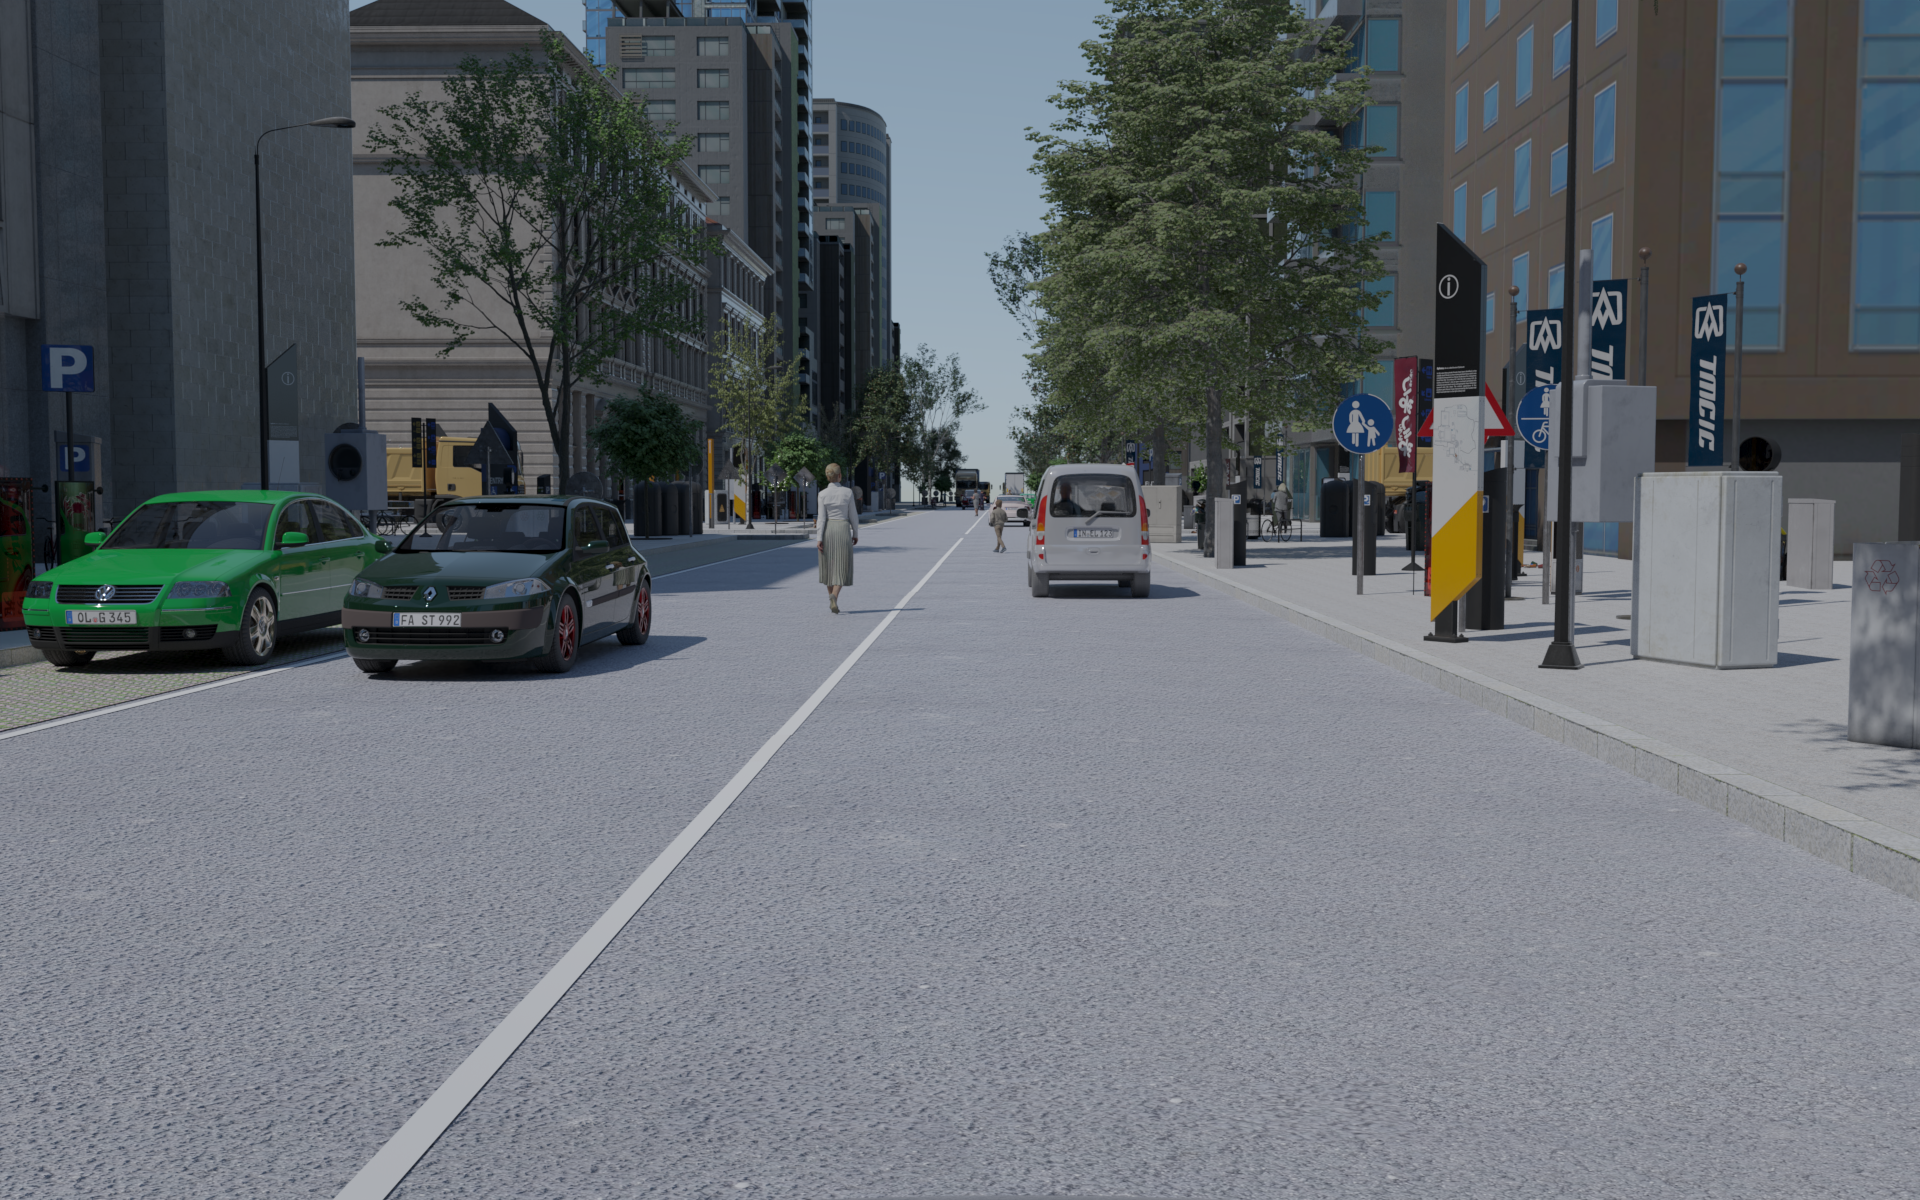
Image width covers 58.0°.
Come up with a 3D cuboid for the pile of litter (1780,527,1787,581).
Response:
[{"bbox_3d":[11.903,-0.726,25.829,1.719,0.858,1.176,0,4,6],"label":"pile of litter"}]

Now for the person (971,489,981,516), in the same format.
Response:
[{"bbox_3d":[1.042,-6.292,111.738,0.716,1.782,0.532,-3,5,-40],"label":"person"}]

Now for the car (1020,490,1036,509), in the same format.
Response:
[{"bbox_3d":[5.584,-8.201,142.883,1.959,1.807,4.718,0,4,3],"label":"car"}]

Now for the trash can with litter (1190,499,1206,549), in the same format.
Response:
[{"bbox_3d":[5.930,-1.765,40.242,1.055,1.170,0.624,-2,4,-24],"label":"trash can with litter"}]

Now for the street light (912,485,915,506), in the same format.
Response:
[{"bbox_3d":[-4.298,-12.744,180.901,1.470,5.913,1.316,0,4,1],"label":"street light"}]

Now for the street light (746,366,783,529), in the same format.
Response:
[{"bbox_3d":[-7.110,-5.529,62.934,1.470,5.913,1.316,0,4,1],"label":"street light"}]

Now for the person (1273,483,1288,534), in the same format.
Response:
[{"bbox_3d":[10.926,-3.085,59.115,0.537,1.800,0.526,0,4,-3],"label":"person"}]

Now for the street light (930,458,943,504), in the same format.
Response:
[{"bbox_3d":[-3.174,-15.316,222.949,1.470,5.913,1.316,0,4,1],"label":"street light"}]

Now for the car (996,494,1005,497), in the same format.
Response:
[{"bbox_3d":[6.637,-15.626,267.288,2.131,1.459,4.920,0,4,3],"label":"car"}]

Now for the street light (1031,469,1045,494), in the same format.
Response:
[{"bbox_3d":[7.885,-12.254,172.891,1.470,5.913,1.316,0,4,1],"label":"street light"}]

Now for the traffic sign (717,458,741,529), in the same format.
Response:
[{"bbox_3d":[-8.386,-3.842,62.827,0.884,2.594,0.081,0,4,5],"label":"traffic sign"}]

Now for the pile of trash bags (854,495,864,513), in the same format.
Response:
[{"bbox_3d":[-7.405,-6.615,117.910,1.912,1.369,3.447,-2,4,-26],"label":"pile of trash bags"}]

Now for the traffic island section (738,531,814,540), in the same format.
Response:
[{"bbox_3d":[-5.893,-2.011,55.161,2.009,0.180,2.903,0,4,1],"label":"traffic island section"}]

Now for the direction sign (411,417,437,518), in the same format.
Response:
[{"bbox_3d":[-15.923,-3.640,51.515,0.379,3.537,0.876,2,4,34],"label":"direction sign"}]

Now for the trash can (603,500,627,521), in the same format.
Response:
[{"bbox_3d":[-8.394,-1.839,41.728,0.748,1.137,0.748,0,3,0],"label":"trash can"}]

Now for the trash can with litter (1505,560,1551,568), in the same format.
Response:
[{"bbox_3d":[9.779,-1.168,30.153,2.233,1.210,1.678,0,4,-5],"label":"trash can with litter"}]

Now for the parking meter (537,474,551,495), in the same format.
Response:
[{"bbox_3d":[-12.104,-2.733,50.400,0.255,1.863,0.399,1,4,21],"label":"parking meter"}]

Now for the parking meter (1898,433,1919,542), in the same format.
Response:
[{"bbox_3d":[9.342,-0.677,16.785,0.399,1.863,0.255,0,4,-2],"label":"parking meter"}]

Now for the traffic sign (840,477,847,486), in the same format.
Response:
[{"bbox_3d":[-7.051,-6.265,102.535,0.768,2.556,0.104,0,4,5],"label":"traffic sign"}]

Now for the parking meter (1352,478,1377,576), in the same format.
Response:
[{"bbox_3d":[6.381,-1.156,27.316,0.372,1.533,0.369,0,3,0],"label":"parking meter"}]

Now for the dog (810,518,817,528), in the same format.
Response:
[{"bbox_3d":[-5.946,-3.210,72.671,0.550,0.427,0.748,-3,4,-38],"label":"dog"}]

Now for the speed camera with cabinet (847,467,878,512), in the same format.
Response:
[{"bbox_3d":[-6.978,-8.031,125.643,2.038,3.252,0.660,-1,4,-14],"label":"speed camera with cabinet"}]

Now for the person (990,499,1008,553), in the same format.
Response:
[{"bbox_3d":[0.937,-1.796,42.135,0.475,1.303,0.640,-3,4,-36],"label":"person"}]

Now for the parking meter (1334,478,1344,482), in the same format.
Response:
[{"bbox_3d":[14.050,-3.571,64.093,0.399,1.863,0.255,-2,4,-25],"label":"parking meter"}]

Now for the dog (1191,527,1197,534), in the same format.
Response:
[{"bbox_3d":[8.147,-2.450,60.252,0.748,0.427,0.550,-1,4,-10],"label":"dog"}]

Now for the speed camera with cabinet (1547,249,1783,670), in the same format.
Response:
[{"bbox_3d":[5.464,-1.174,13.529,0.660,3.252,2.038,-1,4,-18],"label":"speed camera with cabinet"}]

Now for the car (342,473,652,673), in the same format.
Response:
[{"bbox_3d":[-3.919,-0.328,15.148,2.009,1.686,4.222,0,4,3],"label":"car"}]

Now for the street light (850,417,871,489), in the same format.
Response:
[{"bbox_3d":[-6.022,-8.045,104.081,1.470,5.913,1.316,0,4,1],"label":"street light"}]

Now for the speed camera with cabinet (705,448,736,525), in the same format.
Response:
[{"bbox_3d":[-9.983,-4.849,73.614,0.660,3.252,2.038,2,4,31],"label":"speed camera with cabinet"}]

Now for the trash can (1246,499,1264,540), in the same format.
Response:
[{"bbox_3d":[8.222,-2.288,49.060,0.748,1.137,0.748,0,3,0],"label":"trash can"}]

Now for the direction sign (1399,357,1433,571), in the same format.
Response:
[{"bbox_3d":[7.597,-2.259,28.938,0.876,3.537,0.379,-3,4,-38],"label":"direction sign"}]

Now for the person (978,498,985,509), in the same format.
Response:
[{"bbox_3d":[2.003,-9.553,165.635,0.756,1.711,0.436,1,4,20],"label":"person"}]

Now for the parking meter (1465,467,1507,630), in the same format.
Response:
[{"bbox_3d":[4.986,-0.491,16.442,0.372,1.533,0.369,0,3,0],"label":"parking meter"}]

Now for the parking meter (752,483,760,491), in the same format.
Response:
[{"bbox_3d":[-10.472,-5.081,88.787,0.399,1.863,0.255,3,5,44],"label":"parking meter"}]

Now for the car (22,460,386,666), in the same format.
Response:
[{"bbox_3d":[-6.666,-0.427,15.782,1.959,1.807,4.718,0,4,0],"label":"car"}]

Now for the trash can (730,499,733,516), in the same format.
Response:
[{"bbox_3d":[-13.334,-5.454,100.833,0.748,1.137,0.748,0,3,0],"label":"trash can"}]

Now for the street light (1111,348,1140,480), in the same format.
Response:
[{"bbox_3d":[5.033,-4.993,54.177,1.470,5.913,1.316,0,4,1],"label":"street light"}]

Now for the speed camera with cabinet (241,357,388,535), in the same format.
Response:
[{"bbox_3d":[-9.355,-1.879,25.055,2.038,3.252,0.660,1,4,13],"label":"speed camera with cabinet"}]

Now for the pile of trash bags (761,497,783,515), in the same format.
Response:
[{"bbox_3d":[-11.273,-5.797,104.528,3.447,1.369,1.912,-2,4,-24],"label":"pile of trash bags"}]

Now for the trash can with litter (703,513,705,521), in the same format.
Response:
[{"bbox_3d":[-11.783,-4.269,81.182,1.055,1.170,0.624,3,5,42],"label":"trash can with litter"}]

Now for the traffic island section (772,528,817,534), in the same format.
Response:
[{"bbox_3d":[-5.696,-2.499,63.143,2.009,0.180,2.903,0,4,1],"label":"traffic island section"}]

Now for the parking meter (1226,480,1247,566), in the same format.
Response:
[{"bbox_3d":[4.940,-1.382,31.001,0.372,1.533,0.369,0,3,0],"label":"parking meter"}]

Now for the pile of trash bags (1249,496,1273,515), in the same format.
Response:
[{"bbox_3d":[18.232,-5.876,105.831,1.912,1.369,3.447,-3,5,-42],"label":"pile of trash bags"}]

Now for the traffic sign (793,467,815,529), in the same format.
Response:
[{"bbox_3d":[-5.672,-3.635,63.081,0.795,2.450,0.064,0,4,1],"label":"traffic sign"}]

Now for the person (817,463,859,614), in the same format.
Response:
[{"bbox_3d":[-1.486,-0.733,20.705,0.478,1.798,0.641,1,4,11],"label":"person"}]

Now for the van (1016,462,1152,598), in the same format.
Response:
[{"bbox_3d":[1.837,-1.123,25.366,2.013,2.044,4.112,0,4,1],"label":"van"}]

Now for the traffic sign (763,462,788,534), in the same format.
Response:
[{"bbox_3d":[-5.869,-3.147,55.098,0.795,2.450,0.064,0,4,1],"label":"traffic sign"}]

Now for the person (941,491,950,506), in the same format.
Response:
[{"bbox_3d":[-1.849,-12.448,212.112,1.350,1.814,0.705,2,4,31],"label":"person"}]

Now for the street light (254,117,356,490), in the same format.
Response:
[{"bbox_3d":[-8.142,-2.995,21.515,1.470,5.913,1.316,0,4,1],"label":"street light"}]

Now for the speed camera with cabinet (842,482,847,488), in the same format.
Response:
[{"bbox_3d":[-8.208,-8.211,128.579,0.660,3.252,2.038,2,4,24],"label":"speed camera with cabinet"}]

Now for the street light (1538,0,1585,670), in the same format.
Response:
[{"bbox_3d":[3.903,-2.453,12.640,1.470,5.913,1.316,0,4,1],"label":"street light"}]

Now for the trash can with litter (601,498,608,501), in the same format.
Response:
[{"bbox_3d":[-9.342,-1.984,43.825,1.055,1.170,0.624,1,4,20],"label":"trash can with litter"}]

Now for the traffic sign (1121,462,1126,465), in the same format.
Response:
[{"bbox_3d":[5.171,-3.129,54.807,0.795,2.450,0.064,0,4,1],"label":"traffic sign"}]

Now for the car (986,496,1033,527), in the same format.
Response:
[{"bbox_3d":[2.226,-3.973,77.313,2.083,1.381,4.827,0,4,0],"label":"car"}]

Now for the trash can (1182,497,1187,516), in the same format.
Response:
[{"bbox_3d":[12.884,-5.442,100.623,0.748,1.137,0.748,0,3,0],"label":"trash can"}]

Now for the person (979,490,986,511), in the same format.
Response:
[{"bbox_3d":[1.990,-8.582,149.266,0.568,1.767,0.683,1,4,15],"label":"person"}]

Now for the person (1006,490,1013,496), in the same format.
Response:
[{"bbox_3d":[4.492,-9.003,155.704,1.348,1.823,0.705,-2,4,-27],"label":"person"}]

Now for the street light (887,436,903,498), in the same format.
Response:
[{"bbox_3d":[-5.262,-10.210,139.469,1.470,5.913,1.316,0,4,1],"label":"street light"}]

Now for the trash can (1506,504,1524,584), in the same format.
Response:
[{"bbox_3d":[7.628,-0.795,24.647,0.748,1.137,0.748,0,3,0],"label":"trash can"}]

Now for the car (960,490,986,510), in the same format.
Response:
[{"bbox_3d":[1.184,-9.158,158.401,2.281,1.827,5.304,0,3,0],"label":"car"}]
